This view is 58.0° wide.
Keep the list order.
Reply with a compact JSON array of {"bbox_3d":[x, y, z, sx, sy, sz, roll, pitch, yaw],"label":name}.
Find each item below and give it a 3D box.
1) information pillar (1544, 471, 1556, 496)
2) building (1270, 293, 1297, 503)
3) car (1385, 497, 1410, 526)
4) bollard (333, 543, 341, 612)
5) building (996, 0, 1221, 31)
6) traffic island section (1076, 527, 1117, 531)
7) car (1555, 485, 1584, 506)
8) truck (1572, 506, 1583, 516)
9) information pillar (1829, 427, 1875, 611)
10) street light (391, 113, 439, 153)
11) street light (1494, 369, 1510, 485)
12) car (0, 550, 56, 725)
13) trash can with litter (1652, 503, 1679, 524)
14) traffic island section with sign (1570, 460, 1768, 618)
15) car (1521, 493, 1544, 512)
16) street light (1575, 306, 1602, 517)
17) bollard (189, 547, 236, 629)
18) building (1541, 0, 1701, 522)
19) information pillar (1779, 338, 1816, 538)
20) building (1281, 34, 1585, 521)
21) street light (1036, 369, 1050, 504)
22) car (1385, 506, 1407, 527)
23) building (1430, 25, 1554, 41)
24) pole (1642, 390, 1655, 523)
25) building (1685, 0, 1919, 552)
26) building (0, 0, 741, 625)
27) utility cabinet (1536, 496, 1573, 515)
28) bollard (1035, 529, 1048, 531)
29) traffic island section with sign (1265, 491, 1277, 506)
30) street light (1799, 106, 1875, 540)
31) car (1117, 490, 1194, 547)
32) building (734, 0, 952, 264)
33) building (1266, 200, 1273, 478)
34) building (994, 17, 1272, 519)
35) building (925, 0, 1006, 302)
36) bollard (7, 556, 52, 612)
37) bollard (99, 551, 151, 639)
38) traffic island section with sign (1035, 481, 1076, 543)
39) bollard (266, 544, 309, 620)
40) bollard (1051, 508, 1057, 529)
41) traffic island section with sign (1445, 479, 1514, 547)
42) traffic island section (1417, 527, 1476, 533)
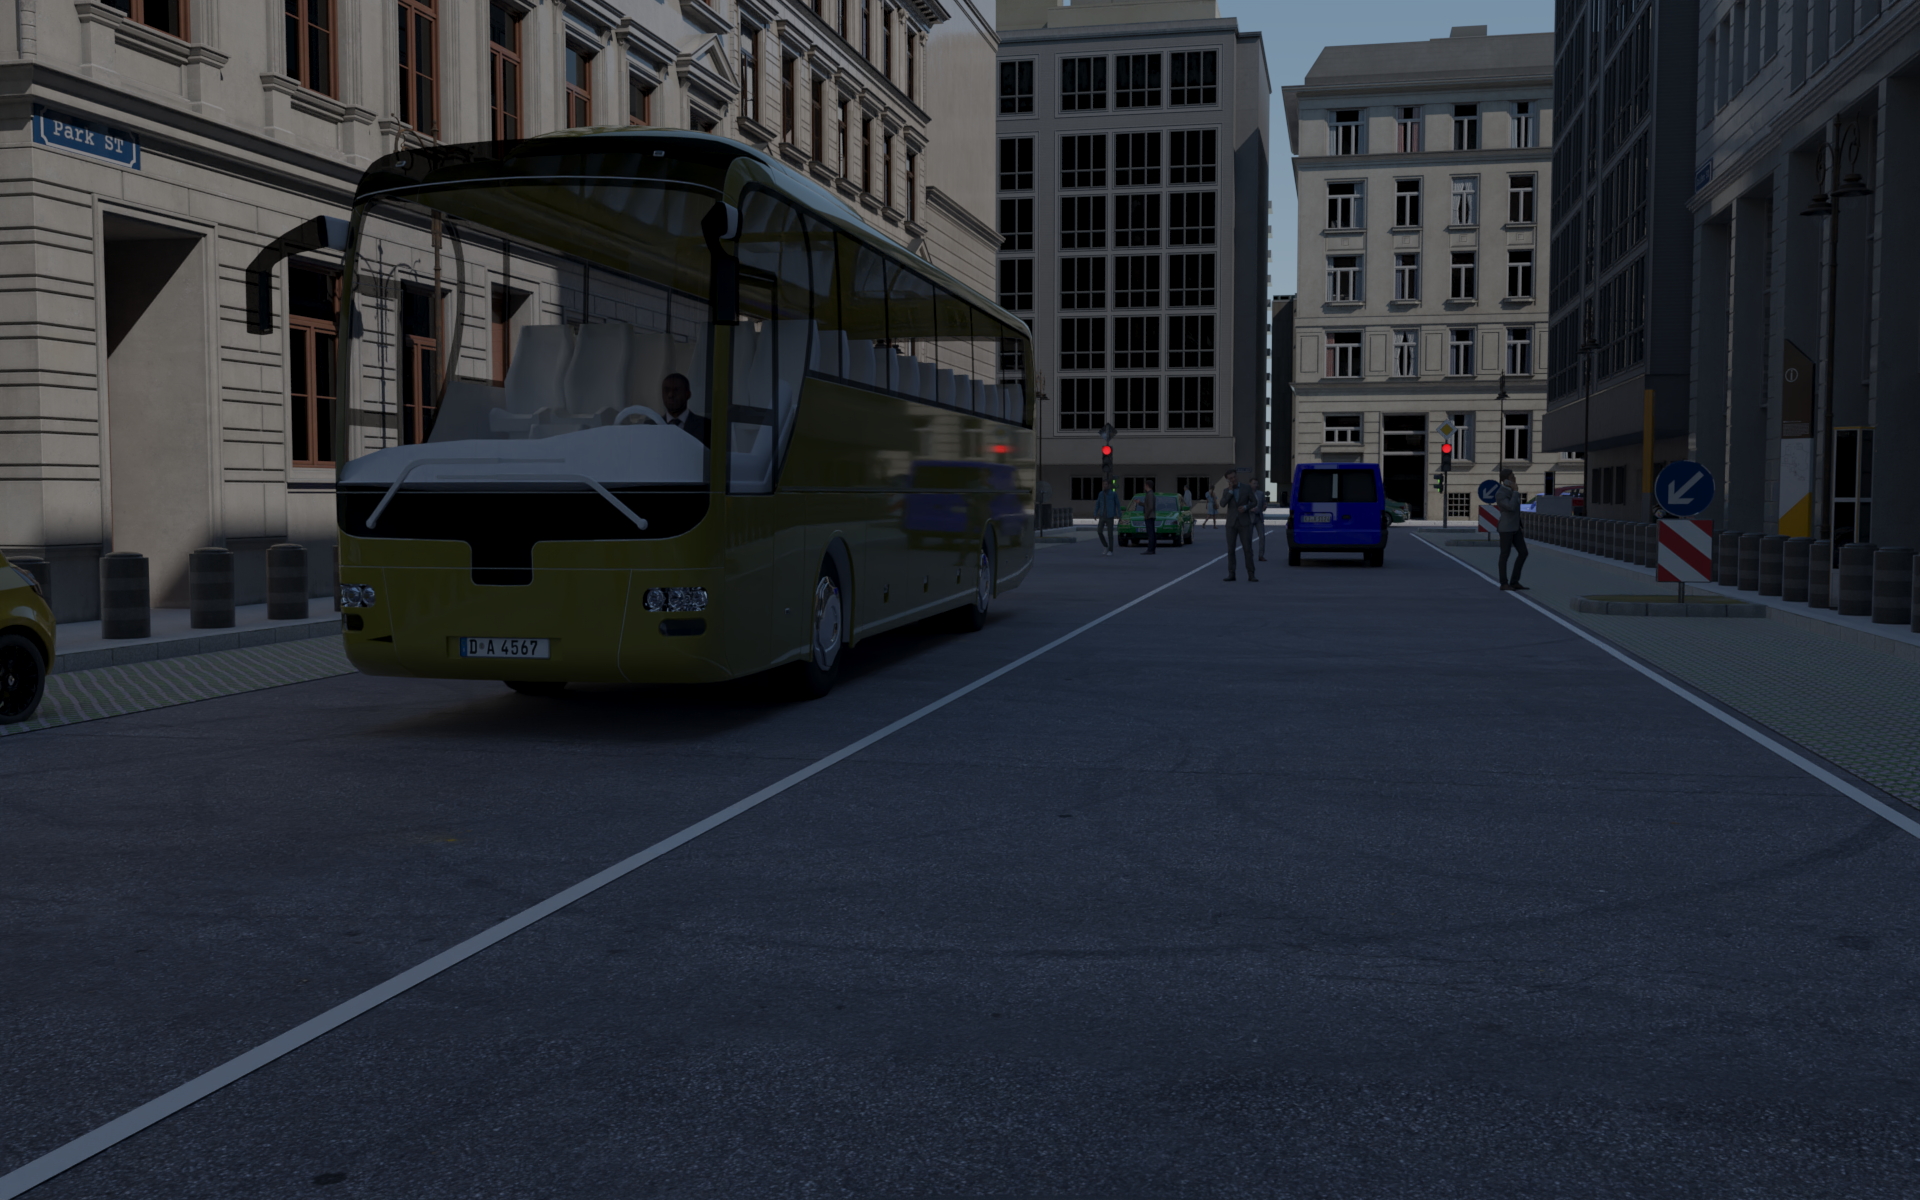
[{"bbox_3d":[18.756,-3.096,55.118,0.304,2.012,0.304,2,4,25],"label":"information pillar"},{"bbox_3d":[51.447,-29.056,246.765,14.107,30.474,14.160,1,4,12],"label":"building"},{"bbox_3d":[17.556,-4.007,77.306,4.920,1.459,2.131,1,4,11],"label":"car"},{"bbox_3d":[-6.670,-0.263,19.017,0.404,0.777,0.398,0,3,0],"label":"bollard"},{"bbox_3d":[14.384,-33.185,166.282,21.300,48.544,21.600,1,4,12],"label":"building"},{"bbox_3d":[5.742,-2.783,67.789,2.009,0.180,2.903,1,4,12],"label":"traffic island section"},{"bbox_3d":[27.515,-3.998,74.047,5.304,1.827,2.281,1,4,12],"label":"car"},{"bbox_3d":[33.595,-4.735,67.172,18.799,4.110,2.967,1,4,14],"label":"truck"},{"bbox_3d":[9.807,-0.890,19.049,0.304,2.012,0.304,-2,4,-34],"label":"information pillar"},{"bbox_3d":[-6.482,-2.982,21.549,0.468,5.910,1.993,1,4,12],"label":"street light"},{"bbox_3d":[20.043,-5.588,64.147,0.468,5.910,1.993,1,4,12],"label":"street light"},{"bbox_3d":[-6.991,0.042,9.534,2.015,1.641,3.980,1,4,13],"label":"car"},{"bbox_3d":[14.618,-1.532,36.440,0.624,1.170,1.055,-1,4,-15],"label":"trash can with litter"},{"bbox_3d":[8.514,-0.756,20.992,1.989,1.847,2.006,1,4,12],"label":"traffic island section with sign"},{"bbox_3d":[26.351,-4.186,78.039,3.694,1.707,1.945,1,4,13],"label":"car"},{"bbox_3d":[15.478,-4.281,42.776,0.468,5.910,1.993,1,4,12],"label":"street light"},{"bbox_3d":[-7.192,-0.118,16.654,0.404,0.777,0.398,0,3,0],"label":"bollard"},{"bbox_3d":[25.558,-15.662,49.578,14.314,27.812,24.014,1,4,12],"label":"building"},{"bbox_3d":[12.505,-2.113,25.908,0.183,3.616,0.504,-2,4,-31],"label":"information pillar"},{"bbox_3d":[31.723,-15.563,87.745,30.059,22.955,16.112,1,4,12],"label":"building"},{"bbox_3d":[2.983,-5.592,64.217,0.468,5.910,1.993,1,4,12],"label":"street light"},{"bbox_3d":[16.783,-3.858,74.882,4.920,1.459,2.131,1,4,11],"label":"car"},{"bbox_3d":[51.705,-31.601,166.780,14.600,45.320,14.200,1,4,12],"label":"building"},{"bbox_3d":[13.478,-2.451,33.923,0.158,3.312,0.155,0,3,0],"label":"pole"},{"bbox_3d":[18.808,-15.046,23.500,11.434,29.767,29.804,1,4,12],"label":"building"},{"bbox_3d":[-11.637,-11.657,26.749,11.583,22.565,21.152,1,4,12],"label":"building"},{"bbox_3d":[17.925,-2.516,52.291,1.020,1.237,0.306,1,4,11],"label":"utility cabinet"},{"bbox_3d":[2.973,-2.928,62.594,0.404,0.777,0.398,0,3,0],"label":"bollard"},{"bbox_3d":[36.651,-12.069,205.953,1.989,1.847,2.006,1,4,12],"label":"traffic island section with sign"},{"bbox_3d":[10.646,-2.959,21.174,0.468,5.910,1.993,1,4,12],"label":"street light"},{"bbox_3d":[5.502,-2.427,48.470,1.959,1.807,4.718,1,4,13],"label":"car"},{"bbox_3d":[-7.502,-11.130,46.610,10.561,19.102,19.286,1,4,12],"label":"building"},{"bbox_3d":[30.477,-38.875,255.216,30.456,49.044,23.786,1,4,12],"label":"building"},{"bbox_3d":[4.347,-18.376,93.952,24.014,27.812,14.314,1,4,12],"label":"building"},{"bbox_3d":[-11.615,-16.304,63.827,25.104,27.353,12.463,1,4,12],"label":"building"},{"bbox_3d":[-7.716,0.026,14.289,0.404,0.777,0.398,0,3,0],"label":"bollard"},{"bbox_3d":[-7.452,-0.046,15.461,0.404,0.777,0.398,0,3,0],"label":"bollard"},{"bbox_3d":[2.378,-2.591,50.984,1.989,1.847,2.006,1,4,12],"label":"traffic island section with sign"},{"bbox_3d":[-6.927,-0.190,17.831,0.404,0.777,0.398,0,3,0],"label":"bollard"},{"bbox_3d":[3.231,-3.000,63.772,0.404,0.777,0.398,0,3,0],"label":"bollard"},{"bbox_3d":[14.372,-2.380,47.537,1.989,1.847,2.006,1,4,12],"label":"traffic island section with sign"},{"bbox_3d":[18.232,-2.615,65.031,2.009,0.180,2.903,1,4,12],"label":"traffic island section"}]
